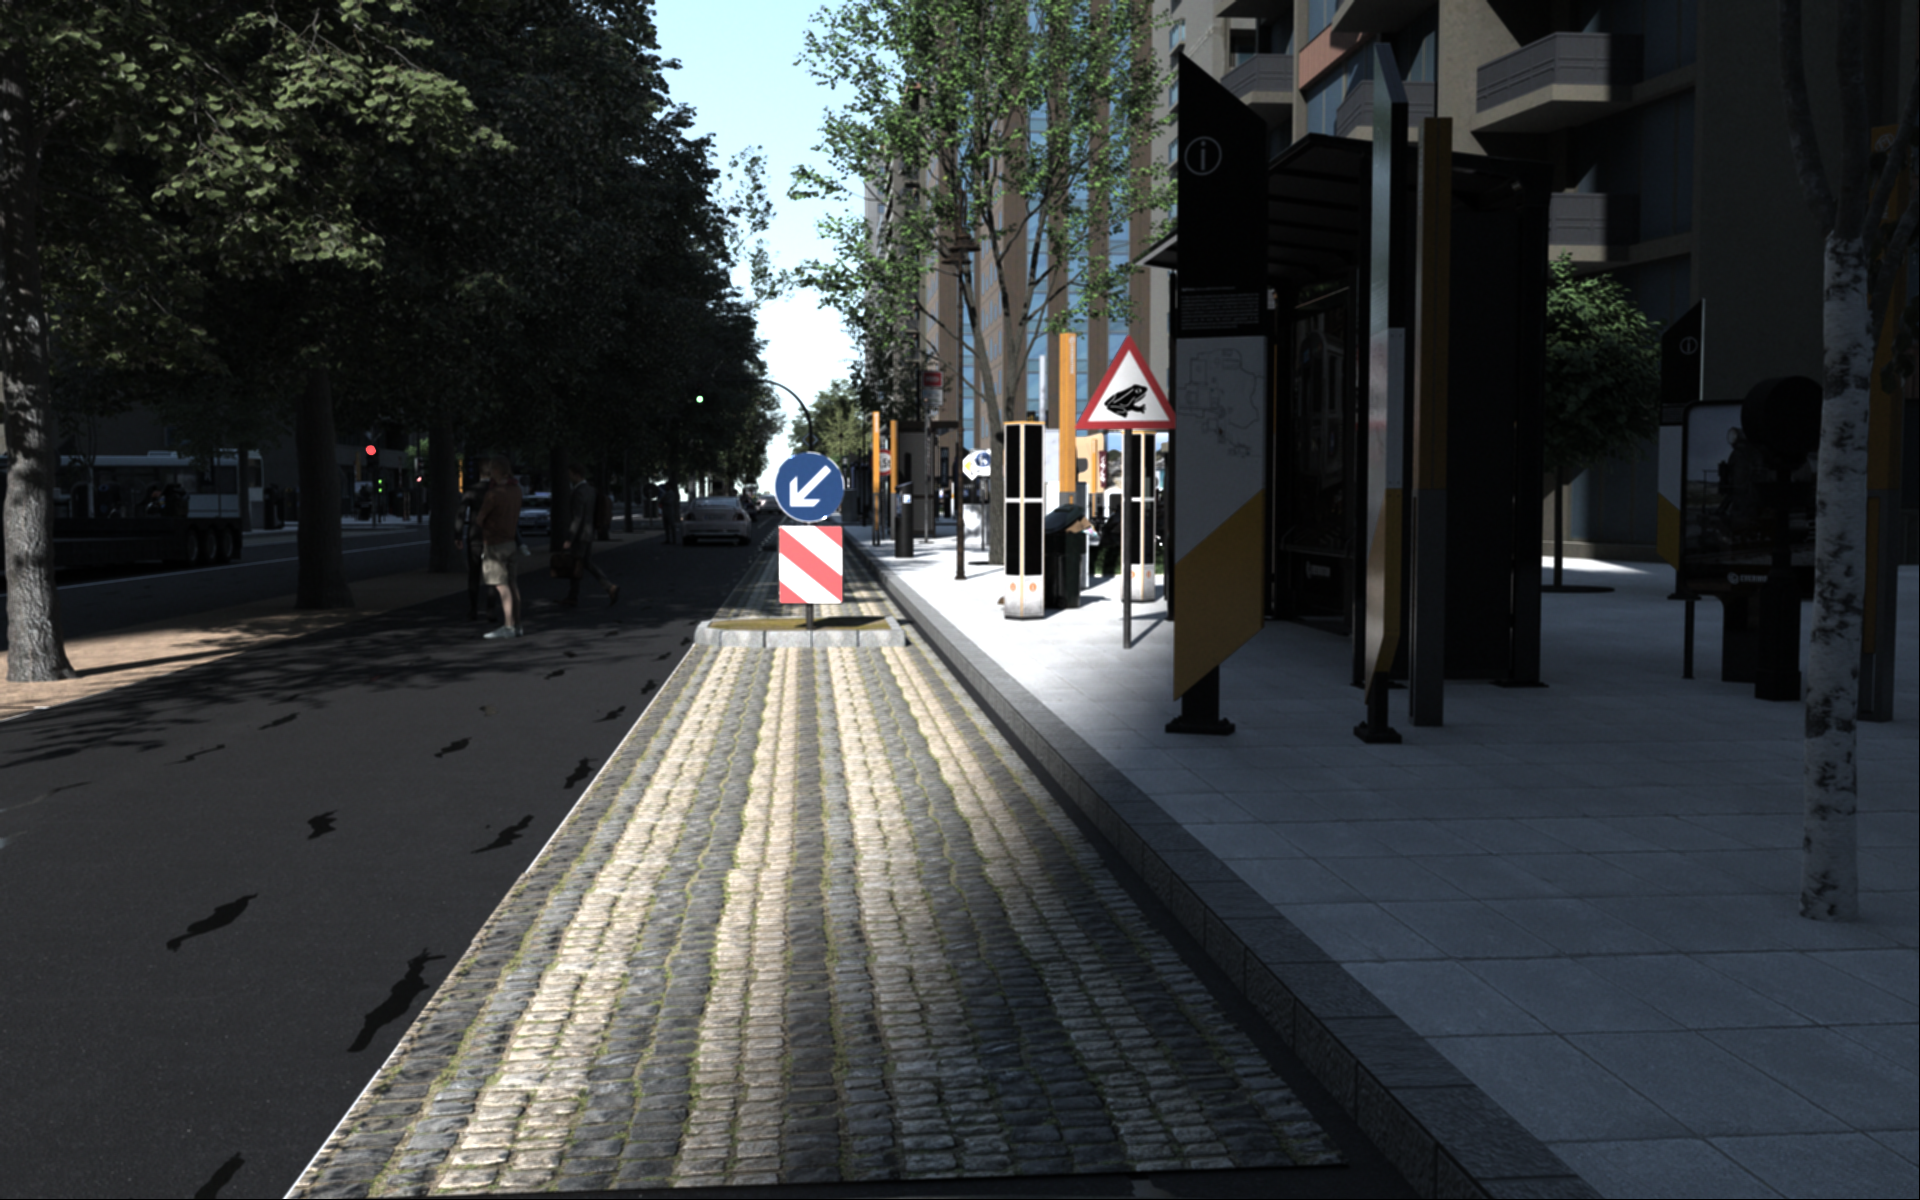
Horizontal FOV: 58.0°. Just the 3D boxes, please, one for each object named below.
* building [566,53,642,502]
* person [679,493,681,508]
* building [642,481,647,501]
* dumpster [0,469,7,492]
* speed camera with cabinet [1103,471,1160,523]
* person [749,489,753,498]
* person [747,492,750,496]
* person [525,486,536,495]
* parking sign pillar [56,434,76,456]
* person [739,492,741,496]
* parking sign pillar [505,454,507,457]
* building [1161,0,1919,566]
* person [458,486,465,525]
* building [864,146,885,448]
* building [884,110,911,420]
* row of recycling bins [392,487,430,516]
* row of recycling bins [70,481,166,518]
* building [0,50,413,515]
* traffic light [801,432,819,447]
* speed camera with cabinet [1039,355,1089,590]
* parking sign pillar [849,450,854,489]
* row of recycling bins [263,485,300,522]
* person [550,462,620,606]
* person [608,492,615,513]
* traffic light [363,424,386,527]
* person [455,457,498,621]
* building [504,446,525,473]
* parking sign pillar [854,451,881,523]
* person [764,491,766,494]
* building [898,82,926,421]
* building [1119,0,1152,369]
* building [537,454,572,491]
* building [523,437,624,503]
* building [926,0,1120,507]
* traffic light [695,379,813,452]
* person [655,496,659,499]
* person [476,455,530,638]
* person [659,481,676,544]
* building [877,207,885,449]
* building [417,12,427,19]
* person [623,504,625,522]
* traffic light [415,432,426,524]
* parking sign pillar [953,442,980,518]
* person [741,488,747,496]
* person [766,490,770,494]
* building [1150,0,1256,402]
[{"bbox_3d":[-62.202,-51.349,277.810,20.563,71.187,20.611,0,4,-5],"label":"building"},{"bbox_3d":[-29.386,-10.446,180.768,0.415,1.643,0.593,-3,4,-37],"label":"person"},{"bbox_3d":[-61.154,-37.497,296.677,14.154,41.232,14.086,0,4,-5],"label":"building"},{"bbox_3d":[-22.521,-2.156,41.003,1.264,1.857,1.865,0,4,-5],"label":"dumpster"},{"bbox_3d":[6.407,-4.302,64.672,2.038,3.252,0.660,0,4,-3],"label":"speed camera with cabinet"},{"bbox_3d":[-15.228,-7.174,125.801,0.388,1.821,0.555,-1,4,-20],"label":"person"},{"bbox_3d":[-31.393,-15.105,256.168,1.217,1.736,0.721,-3,5,-44],"label":"person"},{"bbox_3d":[-19.419,-4.277,78.673,0.600,1.795,0.529,3,4,38],"label":"person"},{"bbox_3d":[-39.698,-5.388,76.572,1.447,3.967,1.447,1,4,13],"label":"parking sign pillar"},{"bbox_3d":[-38.807,-18.084,304.892,1.217,1.735,0.721,-3,5,-39],"label":"person"},{"bbox_3d":[-30.881,-7.924,118.024,1.447,3.967,1.447,-2,4,-24],"label":"parking sign pillar"},{"bbox_3d":[18.718,-23.800,43.757,22.147,44.769,28.867,0,4,-5],"label":"building"},{"bbox_3d":[-22.962,-4.314,79.137,0.767,1.812,0.694,3,5,42],"label":"person"},{"bbox_3d":[-5.865,-46.163,296.767,21.231,58.520,28.212,0,4,-5],"label":"building"},{"bbox_3d":[2.068,-35.792,208.906,21.300,48.544,21.600,0,4,-5],"label":"building"},{"bbox_3d":[-33.217,-5.988,105.019,1.069,1.692,3.534,1,4,12],"label":"row of recycling bins"},{"bbox_3d":[-27.077,-2.987,55.948,3.534,1.692,1.069,1,4,11],"label":"row of recycling bins"},{"bbox_3d":[-47.270,-29.509,106.179,21.300,48.544,21.600,0,4,-5],"label":"building"},{"bbox_3d":[-6.656,-5.375,76.797,0.839,4.253,0.868,0,4,-5],"label":"traffic light"},{"bbox_3d":[1.397,-1.820,24.090,0.660,3.252,2.038,0,4,-3],"label":"speed camera with cabinet"},{"bbox_3d":[-6.180,-7.253,107.064,1.447,3.967,1.447,-1,4,-18],"label":"parking sign pillar"},{"bbox_3d":[-33.845,-4.692,83.834,3.534,1.692,1.069,1,4,10],"label":"row of recycling bins"},{"bbox_3d":[-4.779,-0.832,22.066,0.822,1.834,0.622,0,4,-3],"label":"person"},{"bbox_3d":[-27.046,-7.580,134.240,0.589,1.601,0.330,0,4,-5],"label":"person"},{"bbox_3d":[-22.786,-4.795,67.325,0.839,4.253,0.868,0,4,-5],"label":"traffic light"},{"bbox_3d":[-5.402,-0.692,19.595,0.659,1.850,0.755,-1,4,-21],"label":"person"},{"bbox_3d":[-47.652,-28.876,155.716,14.154,41.232,14.086,0,4,-5],"label":"building"},{"bbox_3d":[-3.779,-5.418,77.053,1.447,3.967,1.447,-1,4,-10],"label":"parking sign pillar"},{"bbox_3d":[-22.687,-11.848,202.227,1.348,1.822,0.705,3,4,38],"label":"person"},{"bbox_3d":[4.767,-32.376,183.975,22.147,44.769,28.867,0,4,-5],"label":"building"},{"bbox_3d":[8.960,-28.505,116.171,14.600,45.320,14.200,0,4,-5],"label":"building"},{"bbox_3d":[-52.469,-31.493,198.512,14.154,41.232,14.086,0,4,-5],"label":"building"},{"bbox_3d":[-60.681,-36.648,253.822,22.147,44.769,28.867,0,4,-5],"label":"building"},{"bbox_3d":[4.548,-30.255,144.783,14.600,45.320,14.200,0,4,-5],"label":"building"},{"bbox_3d":[-8.019,-5.740,68.516,4.771,5.953,1.251,0,4,-5],"label":"traffic light"},{"bbox_3d":[-31.521,-10.513,181.093,0.721,1.736,1.217,-3,5,-41],"label":"person"},{"bbox_3d":[-4.602,-0.547,17.425,0.573,1.828,0.580,-2,4,-33],"label":"person"},{"bbox_3d":[-8.379,-2.496,49.489,0.511,1.800,0.466,2,4,27],"label":"person"},{"bbox_3d":[-1.352,-39.656,267.984,23.786,49.044,30.456,0,4,-5],"label":"building"},{"bbox_3d":[-44.403,-27.583,134.581,14.154,41.232,14.086,0,4,-5],"label":"building"},{"bbox_3d":[-17.283,-4.708,89.748,0.394,1.301,0.425,-2,4,-32],"label":"person"},{"bbox_3d":[-21.423,-6.167,75.499,4.771,5.953,1.251,0,4,-5],"label":"traffic light"},{"bbox_3d":[0.355,-6.210,90.000,1.447,3.967,1.447,2,4,24],"label":"parking sign pillar"},{"bbox_3d":[-14.537,-6.599,116.408,0.388,1.821,0.555,2,4,24],"label":"person"},{"bbox_3d":[-19.388,-10.189,175.181,1.348,1.812,0.705,0,4,4],"label":"person"},{"bbox_3d":[21.854,-28.892,96.080,21.600,48.544,21.300,0,4,-5],"label":"building"}]
